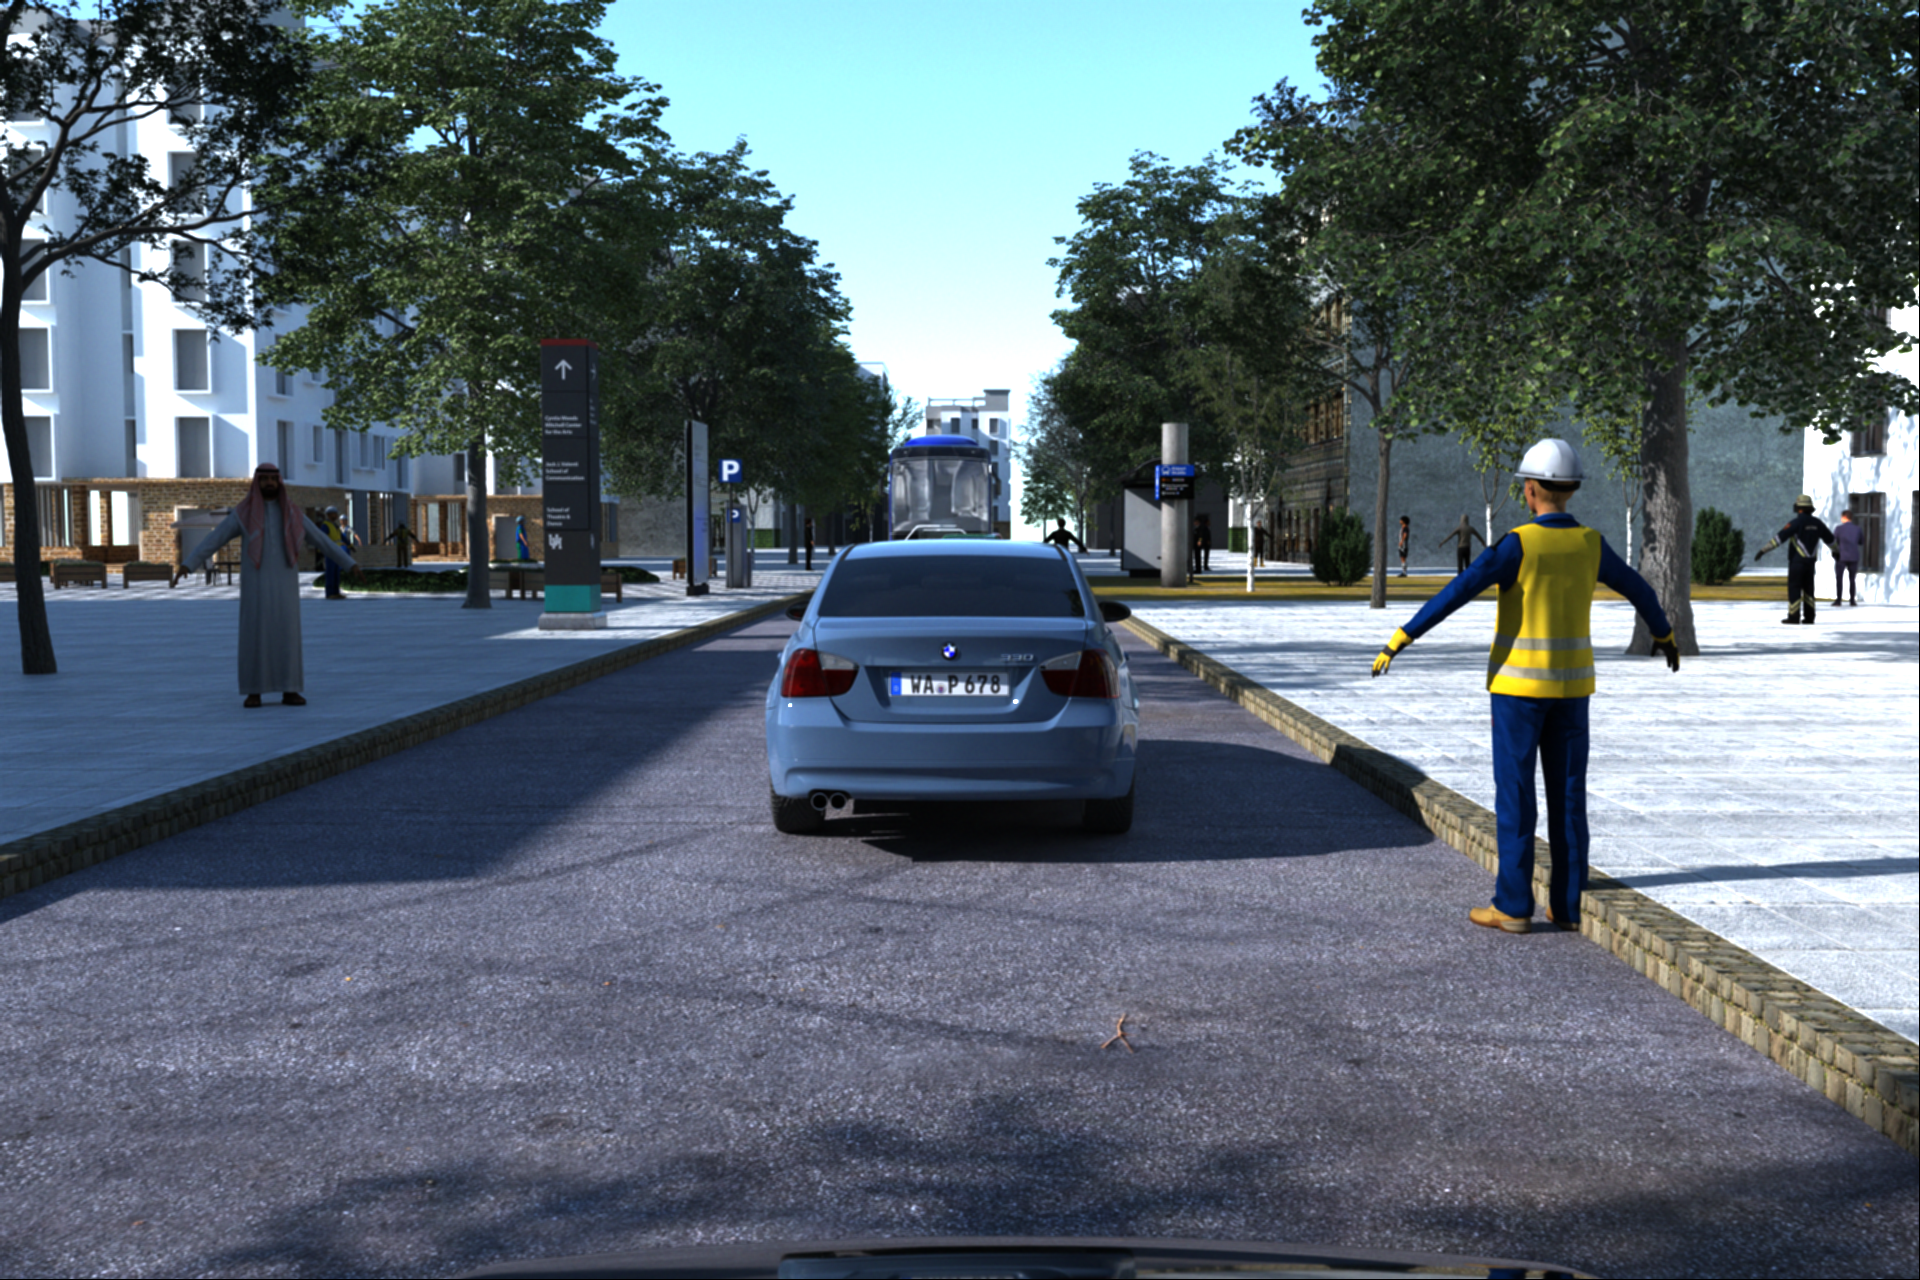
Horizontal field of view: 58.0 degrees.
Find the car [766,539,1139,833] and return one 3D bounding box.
[{"bbox_3d":[-0.018,0.147,9.599,2.014,1.417,4.499,0,4,1],"label":"car"}]

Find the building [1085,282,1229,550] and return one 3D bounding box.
[{"bbox_3d":[25.172,-19.146,157.019,27.936,21.610,32.646,0,4,0],"label":"building"}]

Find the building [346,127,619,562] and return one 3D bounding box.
[{"bbox_3d":[-23.892,-13.787,81.844,16.016,20.090,11.380,0,4,2],"label":"building"}]

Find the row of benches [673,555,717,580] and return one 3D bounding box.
[{"bbox_3d":[-7.725,-2.144,50.522,1.422,0.672,4.104,0,4,1],"label":"row of benches"}]

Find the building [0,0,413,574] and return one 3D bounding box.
[{"bbox_3d":[-27.560,-12.310,57.696,16.016,20.090,11.380,0,4,1],"label":"building"}]

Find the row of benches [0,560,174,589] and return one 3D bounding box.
[{"bbox_3d":[-20.685,-1.535,40.561,4.104,0.672,1.422,-1,4,-22],"label":"row of benches"}]

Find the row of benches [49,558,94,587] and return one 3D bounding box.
[{"bbox_3d":[-22.461,-1.729,43.729,1.422,0.672,4.104,-2,4,-32],"label":"row of benches"}]

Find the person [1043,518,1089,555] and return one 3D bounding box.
[{"bbox_3d":[2.442,-2.024,41.739,1.347,1.806,0.705,0,4,2],"label":"person"}]

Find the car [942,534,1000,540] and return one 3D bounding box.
[{"bbox_3d":[0.232,-1.607,38.073,2.131,1.459,4.920,0,4,1],"label":"car"}]

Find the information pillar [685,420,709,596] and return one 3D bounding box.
[{"bbox_3d":[-5.542,-2.766,36.536,0.184,3.620,1.656,0,4,2],"label":"information pillar"}]

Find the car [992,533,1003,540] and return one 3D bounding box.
[{"bbox_3d":[1.450,-4.954,90.045,2.155,1.783,4.494,0,4,-1],"label":"car"}]

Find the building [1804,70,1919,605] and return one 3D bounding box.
[{"bbox_3d":[21.679,-4.865,21.698,9.099,9.664,28.070,0,4,1],"label":"building"}]

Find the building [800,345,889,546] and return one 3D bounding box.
[{"bbox_3d":[-23.073,-22.020,204.005,27.936,21.610,32.646,0,4,0],"label":"building"}]

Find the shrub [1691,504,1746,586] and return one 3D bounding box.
[{"bbox_3d":[18.605,-2.357,42.957,1.690,2.028,1.600,0,3,0],"label":"shrub"}]

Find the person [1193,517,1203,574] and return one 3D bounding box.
[{"bbox_3d":[7.594,-3.033,55.522,0.705,1.837,1.347,0,4,-6],"label":"person"}]

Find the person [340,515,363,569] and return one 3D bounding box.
[{"bbox_3d":[-18.078,-2.751,50.829,1.347,1.847,0.705,1,4,16],"label":"person"}]

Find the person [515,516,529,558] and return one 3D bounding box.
[{"bbox_3d":[-12.972,-2.767,51.369,0.704,1.817,1.347,-1,4,-19],"label":"person"}]

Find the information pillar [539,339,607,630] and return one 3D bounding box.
[{"bbox_3d":[-5.232,-2.077,23.331,0.750,3.857,0.750,0,4,1],"label":"information pillar"}]

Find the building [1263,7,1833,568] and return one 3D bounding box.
[{"bbox_3d":[23.893,-14.856,73.822,19.493,23.208,18.063,0,4,0],"label":"building"}]

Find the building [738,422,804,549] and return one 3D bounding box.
[{"bbox_3d":[-24.869,-18.405,167.381,16.747,18.905,31.486,0,3,0],"label":"building"}]

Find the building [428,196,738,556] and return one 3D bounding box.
[{"bbox_3d":[-24.457,-16.977,108.498,19.493,23.208,18.063,0,4,0],"label":"building"}]

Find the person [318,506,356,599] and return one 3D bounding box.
[{"bbox_3d":[-12.447,-1.741,34.436,0.705,1.833,1.349,1,4,9],"label":"person"}]

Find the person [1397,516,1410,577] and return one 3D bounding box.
[{"bbox_3d":[13.224,-2.787,51.713,0.704,1.843,1.345,1,4,14],"label":"person"}]

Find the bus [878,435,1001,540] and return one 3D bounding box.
[{"bbox_3d":[-0.419,-3.376,46.750,2.896,3.916,12.251,0,4,1],"label":"bus"}]

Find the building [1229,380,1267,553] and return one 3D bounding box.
[{"bbox_3d":[27.241,-14.685,106.559,16.747,18.905,31.486,0,4,1],"label":"building"}]

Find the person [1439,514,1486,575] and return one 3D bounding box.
[{"bbox_3d":[13.524,-2.470,46.510,1.348,1.813,0.705,-1,4,-10],"label":"person"}]

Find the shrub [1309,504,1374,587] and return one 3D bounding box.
[{"bbox_3d":[9.357,-2.327,42.467,1.690,2.028,1.600,0,3,0],"label":"shrub"}]

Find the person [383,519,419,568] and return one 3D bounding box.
[{"bbox_3d":[-21.278,-3.687,66.043,1.354,1.858,0.705,-2,4,-32],"label":"person"}]

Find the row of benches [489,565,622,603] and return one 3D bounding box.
[{"bbox_3d":[-8.021,-1.109,33.597,4.104,0.672,1.422,3,5,44],"label":"row of benches"}]

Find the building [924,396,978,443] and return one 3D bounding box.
[{"bbox_3d":[-4.363,-22.655,229.293,11.380,20.090,16.016,0,4,-5],"label":"building"}]

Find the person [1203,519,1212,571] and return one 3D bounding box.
[{"bbox_3d":[8.706,-3.343,60.881,0.704,1.802,1.346,1,4,10],"label":"person"}]

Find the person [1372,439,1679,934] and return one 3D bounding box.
[{"bbox_3d":[2.093,0.158,6.338,1.216,1.772,0.721,-1,4,-11],"label":"person"}]

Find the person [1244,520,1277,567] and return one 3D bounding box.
[{"bbox_3d":[11.681,-3.755,67.535,1.346,1.812,0.704,-1,4,-10],"label":"person"}]
